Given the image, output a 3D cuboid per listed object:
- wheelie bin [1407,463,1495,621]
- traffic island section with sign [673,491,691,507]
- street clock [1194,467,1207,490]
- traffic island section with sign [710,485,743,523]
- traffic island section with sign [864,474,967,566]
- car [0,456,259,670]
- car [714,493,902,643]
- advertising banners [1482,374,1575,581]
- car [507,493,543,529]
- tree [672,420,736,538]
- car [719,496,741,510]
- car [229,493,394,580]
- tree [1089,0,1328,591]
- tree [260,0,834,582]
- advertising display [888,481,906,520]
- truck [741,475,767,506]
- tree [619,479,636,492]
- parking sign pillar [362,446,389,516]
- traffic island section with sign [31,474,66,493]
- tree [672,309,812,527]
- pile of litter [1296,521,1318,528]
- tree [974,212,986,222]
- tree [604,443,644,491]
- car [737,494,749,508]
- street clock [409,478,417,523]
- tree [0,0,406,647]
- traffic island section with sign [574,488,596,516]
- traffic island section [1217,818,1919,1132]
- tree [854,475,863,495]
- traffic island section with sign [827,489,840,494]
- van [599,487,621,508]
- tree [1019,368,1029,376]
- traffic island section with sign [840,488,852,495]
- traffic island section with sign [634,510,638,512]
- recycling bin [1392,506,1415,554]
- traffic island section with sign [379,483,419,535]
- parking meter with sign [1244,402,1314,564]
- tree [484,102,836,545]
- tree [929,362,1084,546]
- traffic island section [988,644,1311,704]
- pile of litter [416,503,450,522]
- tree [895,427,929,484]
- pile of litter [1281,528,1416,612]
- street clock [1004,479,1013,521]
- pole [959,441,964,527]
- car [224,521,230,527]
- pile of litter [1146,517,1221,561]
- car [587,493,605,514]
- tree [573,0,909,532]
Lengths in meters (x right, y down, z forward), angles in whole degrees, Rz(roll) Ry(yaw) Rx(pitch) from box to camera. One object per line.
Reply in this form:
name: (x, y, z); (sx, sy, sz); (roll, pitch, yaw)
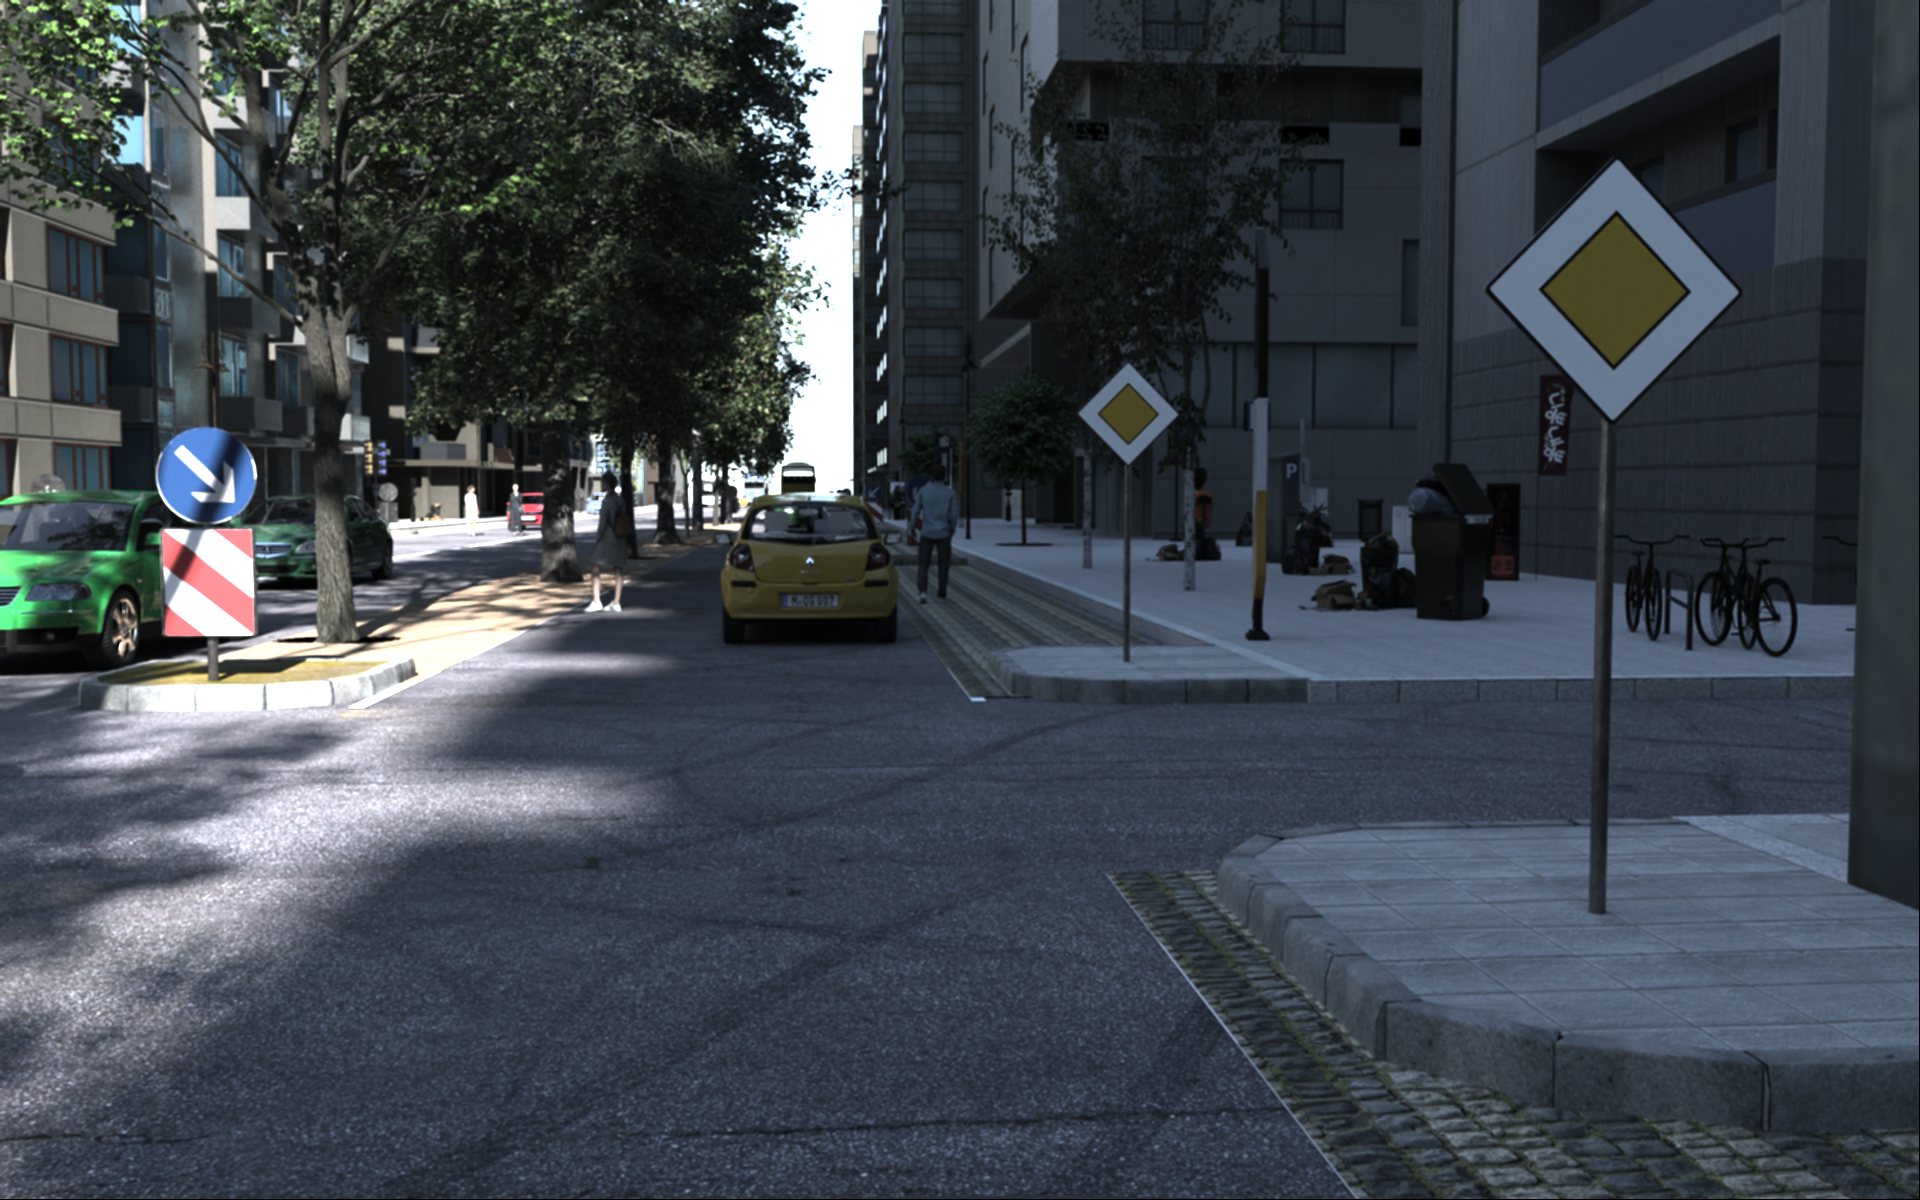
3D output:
wheelie bin: (5.020, -0.607, 17.825); (0.980, 1.594, 0.693); (-3, 5, -45)
traffic island section with sign: (-31.446, -11.324, 193.773); (1.989, 1.847, 2.006); (0, 4, -5)
street clock: (6.462, -2.595, 47.001); (0.358, 2.002, 0.471); (-2, 4, -32)
traffic island section with sign: (-11.544, -4.839, 87.261); (2.006, 1.907, 1.989); (0, 4, -5)
traffic island section with sign: (-0.924, -1.638, 35.413); (1.989, 1.847, 2.006); (0, 4, -5)
car: (-7.781, -0.407, 15.451); (1.959, 1.807, 4.718); (0, 4, -4)
car: (-1.581, -0.482, 18.110); (2.015, 1.641, 3.980); (0, 4, -5)
advertising banners: (8.015, -1.801, 25.633); (2.074, 3.025, 0.090); (1, 4, 16)
car: (-17.153, -3.732, 70.055); (2.155, 1.783, 4.494); (0, 4, -5)
tree: (-8.811, -6.291, 55.670); (4.360, 8.622, 3.978); (0, 3, 0)
car: (-20.507, -8.844, 154.382); (2.009, 1.686, 4.222); (0, 4, -6)
car: (-10.373, -0.972, 27.683); (2.131, 1.459, 4.920); (0, 4, -6)
tree: (2.817, -4.428, 22.760); (4.360, 8.622, 3.978); (0, 3, 0)
tree: (-6.488, -7.255, 27.729); (9.857, 13.997, 8.962); (0, 3, 0)
advertising display: (-3.109, -4.913, 85.548); (0.974, 1.923, 0.123); (-3, 4, -36)
truck: (-25.344, -13.746, 214.500); (2.967, 4.110, 18.799); (0, 4, -6)
tree: (-32.572, -10.687, 169.334); (1.663, 3.219, 1.824); (0, 3, 0)
parking sign pillar: (-28.840, -5.921, 85.287); (1.447, 3.967, 1.447); (-3, 5, -42)
traffic island section with sign: (-17.796, -1.517, 33.428); (1.989, 1.847, 2.006); (0, 4, -5)
tree: (-10.621, -8.421, 74.550); (8.767, 10.594, 7.601); (0, 4, -5)
pile of litter: (5.847, -0.853, 27.911); (1.719, 0.858, 1.176); (-3, 5, -39)
tree: (2.429, -4.843, 29.540); (4.360, 8.622, 3.978); (0, 3, 0)
tree: (-31.389, -13.010, 163.074); (4.737, 8.622, 4.395); (0, 3, 0)
car: (-23.413, -10.625, 183.936); (2.015, 1.641, 3.980); (0, 4, -6)
street clock: (-24.684, -4.499, 78.130); (0.358, 2.002, 0.471); (-2, 4, -31)
tree: (-6.120, -5.397, 16.449); (9.928, 11.665, 9.643); (0, 3, 0)
traffic island section with sign: (-24.403, -6.266, 111.082); (1.989, 1.847, 2.006); (0, 4, -5)
traffic island section: (1.973, 1.037, 5.325); (2.009, 0.180, 2.903); (0, 4, -5)
tree: (-9.659, -10.884, 172.555); (1.663, 3.219, 1.824); (0, 3, 0)
traffic island section with sign: (-9.803, -8.007, 139.549); (1.989, 1.847, 2.006); (0, 4, -5)
van: (-21.062, -6.067, 106.201); (2.013, 2.044, 4.112); (0, 4, -5)
tree: (4.306, -7.814, 78.114); (4.737, 8.622, 4.395); (0, 3, 0)
traffic island section with sign: (-3.259, -3.317, 62.854); (1.989, 1.847, 2.006); (0, 4, -5)
traffic island section with sign: (-26.681, -7.909, 137.941); (1.989, 1.847, 2.006); (0, 4, -5)
recycling bin: (9.781, -1.507, 37.197); (0.722, 1.027, 0.722); (-3, 4, -39)
traffic island section with sign: (-20.109, -3.186, 60.726); (1.989, 1.847, 2.006); (0, 4, -5)
parking meter with sign: (5.954, -2.196, 32.164); (0.543, 3.016, 1.738); (-1, 4, -22)
tree: (-8.298, -7.892, 48.491); (9.611, 12.733, 9.660); (0, 3, 0)
tree: (1.689, -3.647, 43.341); (4.285, 4.588, 4.351); (0, 3, 0)
traffic island section: (1.295, 0.550, 13.281); (2.009, 0.180, 2.903); (0, 4, -5)
pile of litter: (-24.616, -4.089, 80.819); (1.719, 0.858, 1.176); (3, 4, 38)
tree: (-1.193, -5.741, 77.586); (4.285, 4.588, 4.351); (0, 3, 0)
pile of litter: (4.502, -0.342, 19.553); (1.719, 0.858, 1.176); (-2, 4, -26)
street clock: (2.287, -4.704, 81.486); (0.358, 2.002, 0.471); (3, 4, 37)
pole: (0.053, -4.453, 66.650); (0.158, 3.312, 0.155); (0, 3, 0)
car: (-13.237, -0.990, 27.992); (2.131, 1.459, 4.920); (0, 4, -6)
pile of litter: (4.343, -1.198, 33.558); (1.719, 0.858, 1.176); (-1, 4, -18)
car: (-25.114, -6.851, 121.603); (1.945, 1.707, 3.694); (0, 4, -4)
tree: (-8.598, -12.574, 63.936); (12.611, 20.169, 13.585); (0, 3, 0)
